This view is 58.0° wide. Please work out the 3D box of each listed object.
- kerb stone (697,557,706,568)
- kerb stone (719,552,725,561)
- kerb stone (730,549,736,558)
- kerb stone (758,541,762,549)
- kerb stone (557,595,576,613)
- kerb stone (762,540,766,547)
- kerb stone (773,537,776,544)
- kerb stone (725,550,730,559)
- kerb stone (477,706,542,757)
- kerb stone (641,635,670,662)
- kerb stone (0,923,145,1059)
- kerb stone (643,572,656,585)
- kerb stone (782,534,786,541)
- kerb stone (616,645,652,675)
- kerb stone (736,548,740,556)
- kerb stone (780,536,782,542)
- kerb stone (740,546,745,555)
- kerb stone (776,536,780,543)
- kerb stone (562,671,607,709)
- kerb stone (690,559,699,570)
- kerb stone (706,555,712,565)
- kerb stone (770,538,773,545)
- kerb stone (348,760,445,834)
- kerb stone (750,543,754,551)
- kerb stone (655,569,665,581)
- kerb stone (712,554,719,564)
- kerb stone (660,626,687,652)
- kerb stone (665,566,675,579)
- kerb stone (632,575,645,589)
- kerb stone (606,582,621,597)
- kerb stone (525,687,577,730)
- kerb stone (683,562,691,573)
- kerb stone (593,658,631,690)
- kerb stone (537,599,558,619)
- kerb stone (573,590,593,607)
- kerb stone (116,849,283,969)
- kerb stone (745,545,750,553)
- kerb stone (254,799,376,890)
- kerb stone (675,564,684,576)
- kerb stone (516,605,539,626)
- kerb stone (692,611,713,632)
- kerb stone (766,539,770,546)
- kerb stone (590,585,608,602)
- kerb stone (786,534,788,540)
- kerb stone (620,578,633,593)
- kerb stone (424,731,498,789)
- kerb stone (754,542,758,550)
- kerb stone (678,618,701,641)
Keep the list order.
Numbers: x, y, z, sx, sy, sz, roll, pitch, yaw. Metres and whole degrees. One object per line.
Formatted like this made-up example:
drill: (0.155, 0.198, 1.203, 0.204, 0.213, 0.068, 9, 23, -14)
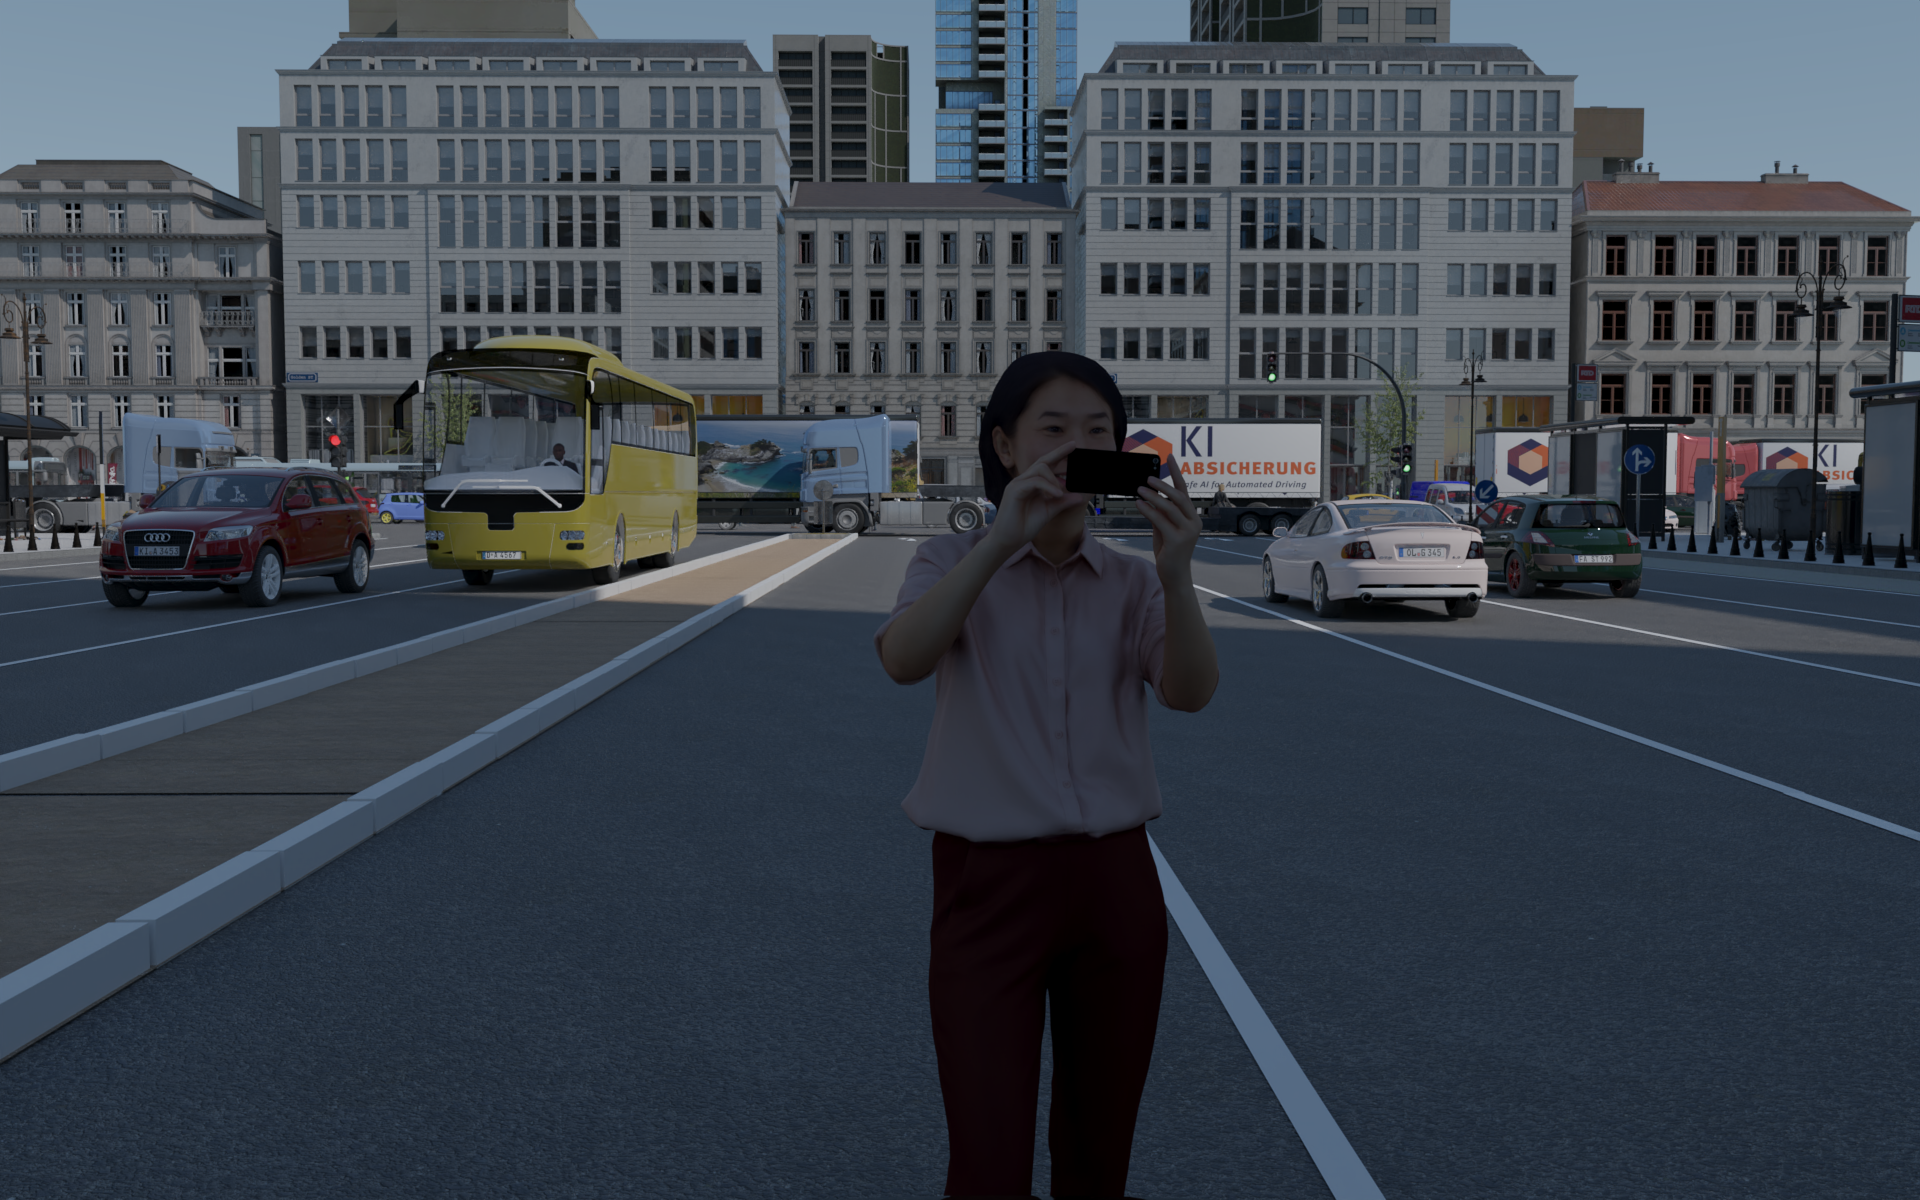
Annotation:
kerb stone: (-5.097, -0.693, 33.530, 0.120, 0.150, 1.000, 0, 4, -1)
kerb stone: (-5.154, -0.883, 36.631, 0.120, 0.150, 1.000, 0, 4, -1)
kerb stone: (-5.189, -1.003, 38.698, 0.120, 0.150, 1.000, 0, 4, -1)
kerb stone: (-5.304, -1.388, 44.887, 0.120, 0.150, 1.000, 0, 4, -1)
kerb stone: (-4.881, 0.072, 21.130, 0.120, 0.150, 1.000, 0, 4, -1)
kerb stone: (-5.322, -1.448, 45.918, 0.120, 0.150, 1.000, 0, 4, -1)
kerb stone: (-5.376, -1.641, 49.022, 0.120, 0.150, 1.000, 0, 4, -1)
kerb stone: (-5.167, -0.941, 37.663, 0.120, 0.150, 1.000, 0, 4, -1)
kerb stone: (-2.567, 0.755, 9.851, 0.120, 0.150, 1.000, 0, 4, -1)
kerb stone: (-2.671, 0.443, 15.000, 0.120, 0.150, 1.000, 0, 4, -1)
kerb stone: (-2.482, 1.071, 4.693, 0.120, 0.150, 1.000, 0, 4, -1)
kerb stone: (-4.983, -0.314, 27.336, 0.120, 0.150, 1.000, 0, 4, -1)
kerb stone: (-5.424, -1.829, 52.118, 0.120, 0.150, 1.000, 0, 4, -1)
kerb stone: (-2.646, 0.503, 13.972, 0.120, 0.150, 1.000, 0, 4, -1)
kerb stone: (-5.213, -1.068, 39.738, 0.120, 0.150, 1.000, 0, 4, -1)
kerb stone: (-5.413, -1.763, 51.089, 0.120, 0.150, 1.000, 0, 4, -1)
kerb stone: (-5.227, -1.136, 40.766, 0.120, 0.150, 1.000, 0, 4, -1)
kerb stone: (-5.386, -1.698, 50.059, 0.120, 0.150, 1.000, 0, 4, -1)
kerb stone: (-2.602, 0.629, 11.916, 0.120, 0.150, 1.000, 0, 4, -1)
kerb stone: (-5.074, -0.626, 32.488, 0.120, 0.150, 1.000, 0, 4, -1)
kerb stone: (-5.116, -0.755, 34.566, 0.120, 0.150, 1.000, 0, 4, -1)
kerb stone: (-5.355, -1.575, 47.989, 0.120, 0.150, 1.000, 0, 4, -1)
kerb stone: (-2.528, 0.881, 7.792, 0.120, 0.150, 1.000, 0, 4, -1)
kerb stone: (-5.265, -1.262, 42.828, 0.120, 0.150, 1.000, 0, 4, -1)
kerb stone: (-5.002, -0.375, 28.364, 0.120, 0.150, 1.000, 0, 4, -1)
kerb stone: (-5.129, -0.820, 35.600, 0.120, 0.150, 1.000, 0, 4, -1)
kerb stone: (-2.680, 0.377, 16.028, 0.120, 0.150, 1.000, 0, 4, -1)
kerb stone: (-5.022, -0.439, 29.402, 0.120, 0.150, 1.000, 0, 4, -1)
kerb stone: (-4.961, -0.250, 26.292, 0.120, 0.150, 1.000, 0, 4, -1)
kerb stone: (-4.930, -0.124, 24.226, 0.120, 0.150, 1.000, 0, 4, -1)
kerb stone: (-2.589, 0.693, 10.888, 0.120, 0.150, 1.000, 0, 4, -1)
kerb stone: (-5.056, -0.567, 31.459, 0.120, 0.150, 1.000, 0, 4, -1)
kerb stone: (-2.626, 0.573, 12.944, 0.120, 0.150, 1.000, 0, 4, -1)
kerb stone: (-4.859, 0.129, 20.099, 0.120, 0.150, 1.000, 0, 4, -1)
kerb stone: (-4.887, 0.002, 22.162, 0.120, 0.150, 1.000, 0, 4, -1)
kerb stone: (-2.493, 1.008, 5.723, 0.120, 0.150, 1.000, 0, 4, -1)
kerb stone: (-5.246, -1.197, 41.800, 0.120, 0.150, 1.000, 0, 4, -1)
kerb stone: (-2.511, 0.949, 6.757, 0.120, 0.150, 1.000, 0, 4, -1)
kerb stone: (-5.033, -0.502, 30.430, 0.120, 0.150, 1.000, 0, 4, -1)
kerb stone: (-4.833, 0.191, 19.071, 0.120, 0.150, 1.000, 0, 4, -1)
kerb stone: (-2.724, 0.251, 18.084, 0.120, 0.150, 1.000, 0, 4, -1)
kerb stone: (-5.335, -1.515, 46.958, 0.120, 0.150, 1.000, 0, 4, -1)
kerb stone: (-4.905, -0.061, 23.190, 0.120, 0.150, 1.000, 0, 4, -1)
kerb stone: (-5.447, -1.893, 53.146, 0.120, 0.150, 1.000, 0, 4, -1)
kerb stone: (-4.947, -0.183, 25.259, 0.120, 0.150, 1.000, 0, 4, -1)
kerb stone: (-2.552, 0.826, 8.821, 0.120, 0.150, 1.000, 0, 4, -1)
kerb stone: (-5.284, -1.323, 43.860, 0.120, 0.150, 1.000, 0, 4, -1)
kerb stone: (-2.700, 0.316, 17.056, 0.120, 0.150, 1.000, 0, 4, -1)
